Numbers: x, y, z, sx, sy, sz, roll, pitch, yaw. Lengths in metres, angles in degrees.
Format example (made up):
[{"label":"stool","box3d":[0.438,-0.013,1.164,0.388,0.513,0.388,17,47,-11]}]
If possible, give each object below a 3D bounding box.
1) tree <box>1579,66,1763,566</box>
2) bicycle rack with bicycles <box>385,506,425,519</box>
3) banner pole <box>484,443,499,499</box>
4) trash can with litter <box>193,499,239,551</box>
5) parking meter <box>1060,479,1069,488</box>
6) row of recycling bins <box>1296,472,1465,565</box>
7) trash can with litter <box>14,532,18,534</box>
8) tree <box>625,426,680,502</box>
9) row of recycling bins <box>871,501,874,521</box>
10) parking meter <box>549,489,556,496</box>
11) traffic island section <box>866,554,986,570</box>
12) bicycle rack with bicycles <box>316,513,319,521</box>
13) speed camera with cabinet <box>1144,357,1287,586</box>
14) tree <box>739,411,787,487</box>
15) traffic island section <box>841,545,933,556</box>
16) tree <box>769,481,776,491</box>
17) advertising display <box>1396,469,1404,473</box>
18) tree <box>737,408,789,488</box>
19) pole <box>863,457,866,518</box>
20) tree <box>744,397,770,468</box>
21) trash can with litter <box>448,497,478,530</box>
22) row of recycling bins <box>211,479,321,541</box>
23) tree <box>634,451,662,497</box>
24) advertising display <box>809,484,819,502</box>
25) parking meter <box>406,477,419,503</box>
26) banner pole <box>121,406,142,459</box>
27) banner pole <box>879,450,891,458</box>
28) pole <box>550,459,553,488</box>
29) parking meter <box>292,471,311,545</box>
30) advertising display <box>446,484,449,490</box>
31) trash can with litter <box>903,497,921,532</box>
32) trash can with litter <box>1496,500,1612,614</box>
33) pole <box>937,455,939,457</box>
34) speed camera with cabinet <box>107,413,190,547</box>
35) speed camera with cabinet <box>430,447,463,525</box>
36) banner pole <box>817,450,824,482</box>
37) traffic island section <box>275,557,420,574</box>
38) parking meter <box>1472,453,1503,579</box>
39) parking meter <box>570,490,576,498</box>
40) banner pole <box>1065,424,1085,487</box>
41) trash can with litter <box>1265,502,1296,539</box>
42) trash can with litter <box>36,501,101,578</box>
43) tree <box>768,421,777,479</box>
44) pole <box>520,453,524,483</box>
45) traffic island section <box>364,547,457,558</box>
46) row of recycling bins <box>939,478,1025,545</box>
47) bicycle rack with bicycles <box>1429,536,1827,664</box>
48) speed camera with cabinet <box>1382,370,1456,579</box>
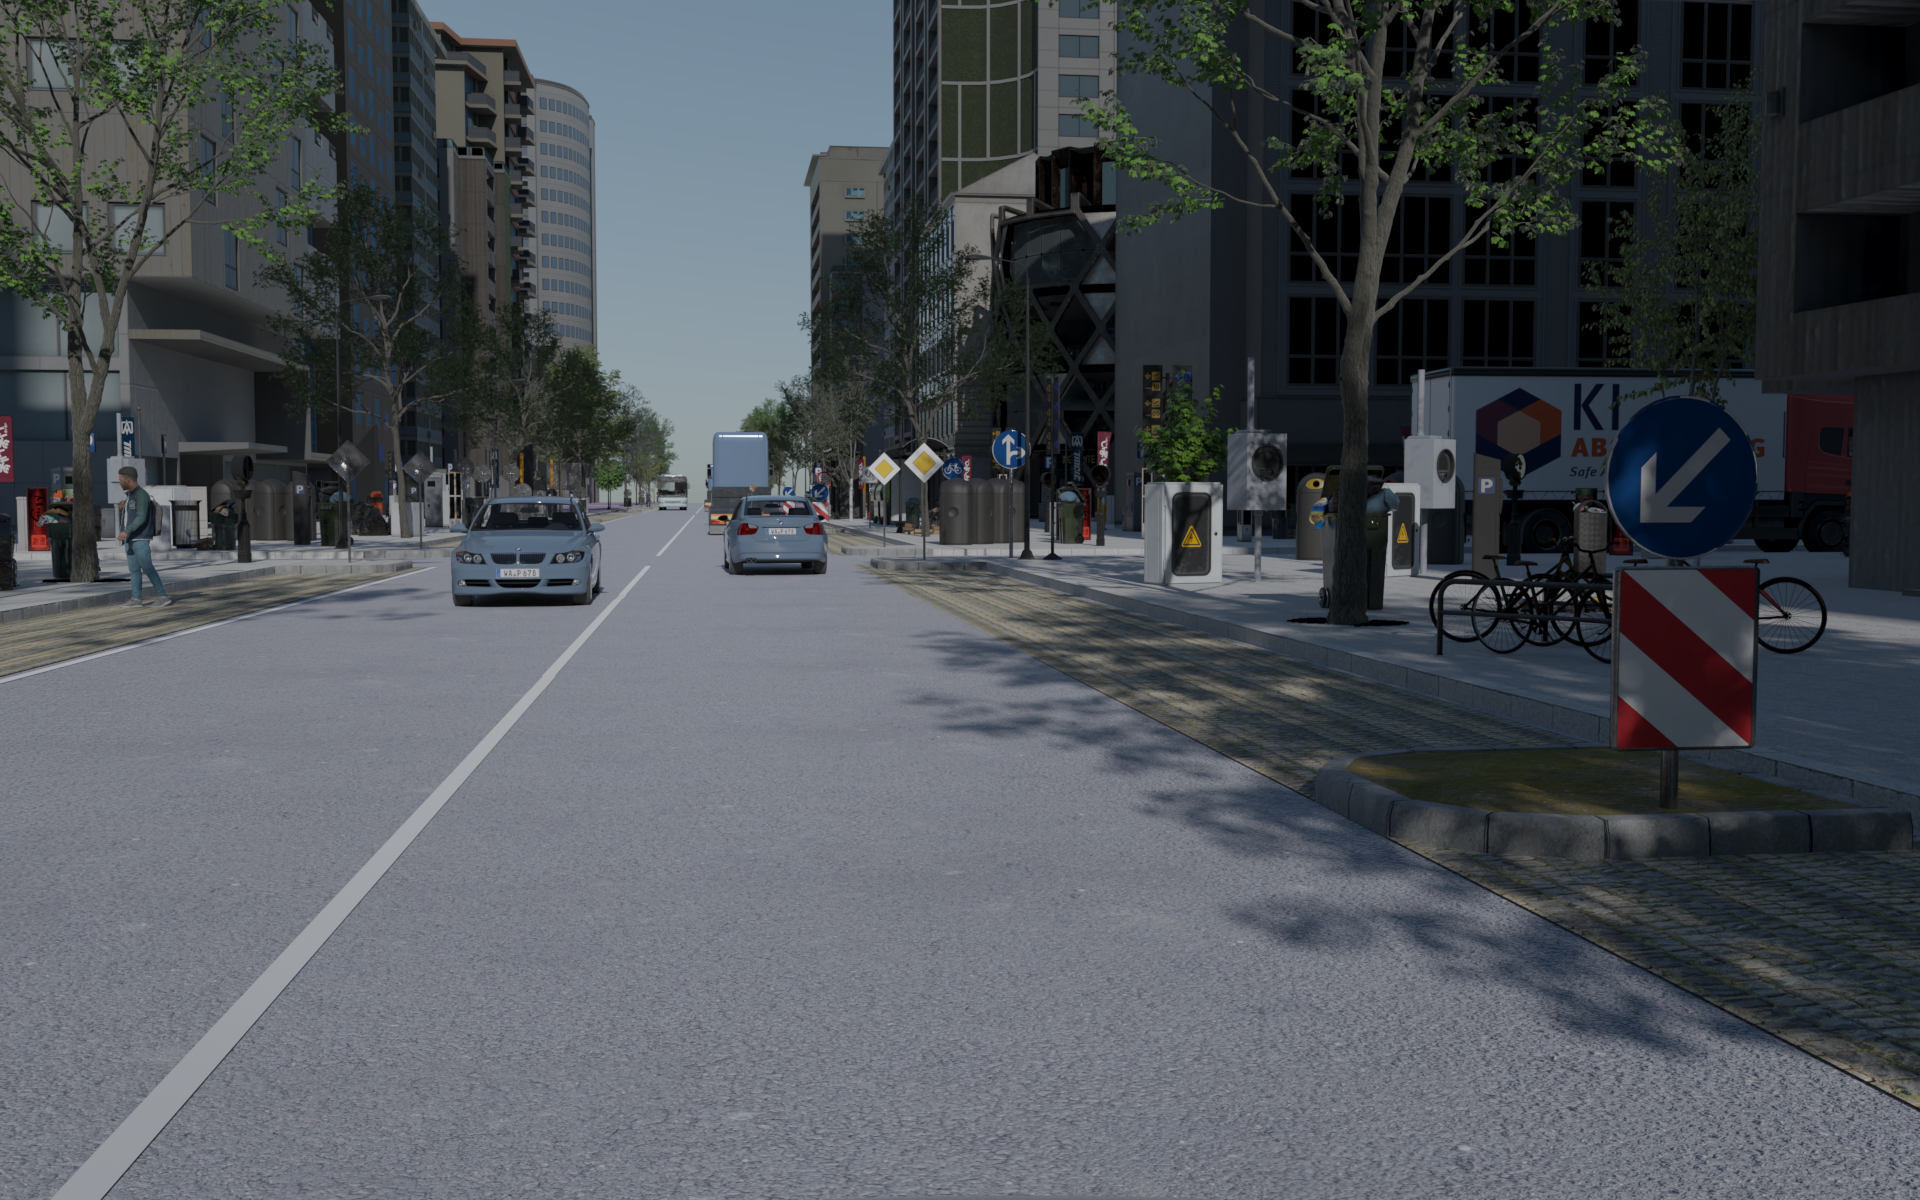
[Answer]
[{"label":"tree","box3d":[13.132,-4.917,30.760,4.737,8.622,4.395,0,3,0]},{"label":"bicycle rack with bicycles","box3d":[-27.923,-4.538,87.584,2.925,0.926,2.852,-1,4,-12]},{"label":"banner pole","box3d":[-23.832,-5.993,88.001,0.863,3.779,0.401,-1,4,-9]},{"label":"trash can with litter","box3d":[-16.971,-1.714,39.414,1.055,1.170,0.624,1,4,13]},{"label":"parking meter","box3d":[4.207,-3.887,69.266,0.399,1.863,0.255,-3,5,-43]},{"label":"row of recycling bins","box3d":[7.916,-1.569,32.769,1.069,1.692,3.534,-3,5,-45]},{"label":"trash can with litter","box3d":[-30.771,-2.775,56.434,1.678,1.210,2.233,2,4,34]},{"label":"tree","box3d":[-48.591,-21.610,270.330,9.611,12.733,9.660,0,3,0]},{"label":"row of recycling bins","box3d":[-2.714,-4.732,84.475,3.534,1.692,1.069,-1,4,-20]},{"label":"parking meter","box3d":[-21.764,-5.140,92.449,0.372,1.533,0.369,0,3,0]},{"label":"traffic island section","box3d":[-0.678,-0.707,33.844,2.009,0.180,2.903,0,4,-8]},{"label":"bicycle rack with bicycles","box3d":[-24.001,-2.934,61.358,2.852,0.926,2.925,0,4,8]},{"label":"speed camera with cabinet","box3d":[3.657,-1.859,24.723,2.038,3.252,0.660,-2,4,-23]},{"label":"tree","box3d":[-29.738,-21.462,257.551,9.857,13.997,8.962,0,3,0]},{"label":"traffic island section","box3d":[-1.802,-1.191,41.750,2.009,0.180,2.903,0,4,-8]},{"label":"tree","box3d":[-30.556,-17.329,267.034,4.285,4.588,4.351,0,3,0]},{"label":"advertising display","box3d":[11.717,-2.483,45.810,0.123,1.923,0.974,2,4,31]},{"label":"tree","box3d":[-26.679,-19.008,228.902,7.486,12.596,7.792,0,3,0]},{"label":"pole","box3d":[-5.225,-6.133,94.115,0.158,3.312,0.155,0,3,0]},{"label":"tree","box3d":[-19.062,-15.646,181.561,9.928,11.665,9.643,0,3,0]},{"label":"trash can with litter","box3d":[-17.820,-3.100,62.074,0.624,1.170,1.055,2,4,25]},{"label":"row of recycling bins","box3d":[-19.299,-2.497,47.940,3.534,1.692,1.069,2,4,24]},{"label":"tree","box3d":[-42.892,-17.448,235.641,4.737,8.622,4.395,0,3,0]},{"label":"advertising display","box3d":[-9.232,-6.520,111.818,0.974,1.923,0.123,-1,4,-13]},{"label":"parking meter","box3d":[-18.409,-3.216,58.294,0.399,1.863,0.255,-3,4,-38]},{"label":"banner pole","box3d":[-23.672,-3.644,49.598,0.863,3.779,0.401,1,4,9]},{"label":"banner pole","box3d":[-4.329,-6.637,98.529,0.863,3.779,0.401,-1,4,-16]},{"label":"pole","box3d":[-23.404,-6.453,99.343,0.158,3.312,0.155,0,3,0]},{"label":"parking meter","box3d":[-16.567,-2.319,43.625,0.399,1.863,0.255,0,4,-4]},{"label":"advertising display","box3d":[-32.891,-6.503,111.532,0.123,1.923,0.974,2,4,24]},{"label":"trash can with litter","box3d":[-1.587,-2.896,58.736,0.624,1.170,1.055,0,4,6]},{"label":"trash can with litter","box3d":[6.646,-0.497,19.178,2.233,1.210,1.678,-2,4,-35]},{"label":"pole","box3d":[-1.006,-5.284,80.241,0.158,3.312,0.155,0,3,0]},{"label":"speed camera with cabinet","box3d":[-19.856,-2.939,42.387,2.038,3.252,0.660,1,4,19]},{"label":"speed camera with cabinet","box3d":[-21.488,-4.766,72.258,2.038,3.252,0.660,3,5,42]},{"label":"banner pole","box3d":[-7.704,-6.579,97.585,0.401,3.779,0.863,0,4,-2]},{"label":"traffic island section","box3d":[-11.412,-0.615,32.328,2.009,0.180,2.903,0,4,-8]},{"label":"parking meter","box3d":[7.523,-1.161,24.699,0.399,1.863,0.255,1,4,21]},{"label":"parking meter","box3d":[-24.369,-6.157,109.085,0.372,1.533,0.369,0,3,0]},{"label":"banner pole","box3d":[4.023,-4.393,61.845,0.863,3.779,0.401,0,4,4]},{"label":"trash can with litter","box3d":[9.240,-2.324,49.392,1.055,1.170,0.624,-3,5,-44]},{"label":"trash can with litter","box3d":[-13.727,-0.939,26.742,0.624,1.170,1.055,0,4,-6]},{"label":"tree","box3d":[-18.326,-13.670,173.874,4.360,8.622,3.978,0,3,0]},{"label":"pole","box3d":[-21.747,-5.635,85.982,0.158,3.312,0.155,0,3,0]},{"label":"traffic island section","box3d":[-12.536,-1.098,40.234,2.009,0.180,2.903,0,4,-8]},{"label":"row of recycling bins","box3d":[0.662,-2.305,44.795,1.069,1.692,3.534,2,4,32]},{"label":"bicycle rack with bicycles","box3d":[5.050,-0.036,13.972,2.852,0.926,2.925,-3,5,-43]},{"label":"speed camera with cabinet","box3d":[6.982,-1.999,27.027,2.038,3.252,0.660,-3,5,-45]}]
